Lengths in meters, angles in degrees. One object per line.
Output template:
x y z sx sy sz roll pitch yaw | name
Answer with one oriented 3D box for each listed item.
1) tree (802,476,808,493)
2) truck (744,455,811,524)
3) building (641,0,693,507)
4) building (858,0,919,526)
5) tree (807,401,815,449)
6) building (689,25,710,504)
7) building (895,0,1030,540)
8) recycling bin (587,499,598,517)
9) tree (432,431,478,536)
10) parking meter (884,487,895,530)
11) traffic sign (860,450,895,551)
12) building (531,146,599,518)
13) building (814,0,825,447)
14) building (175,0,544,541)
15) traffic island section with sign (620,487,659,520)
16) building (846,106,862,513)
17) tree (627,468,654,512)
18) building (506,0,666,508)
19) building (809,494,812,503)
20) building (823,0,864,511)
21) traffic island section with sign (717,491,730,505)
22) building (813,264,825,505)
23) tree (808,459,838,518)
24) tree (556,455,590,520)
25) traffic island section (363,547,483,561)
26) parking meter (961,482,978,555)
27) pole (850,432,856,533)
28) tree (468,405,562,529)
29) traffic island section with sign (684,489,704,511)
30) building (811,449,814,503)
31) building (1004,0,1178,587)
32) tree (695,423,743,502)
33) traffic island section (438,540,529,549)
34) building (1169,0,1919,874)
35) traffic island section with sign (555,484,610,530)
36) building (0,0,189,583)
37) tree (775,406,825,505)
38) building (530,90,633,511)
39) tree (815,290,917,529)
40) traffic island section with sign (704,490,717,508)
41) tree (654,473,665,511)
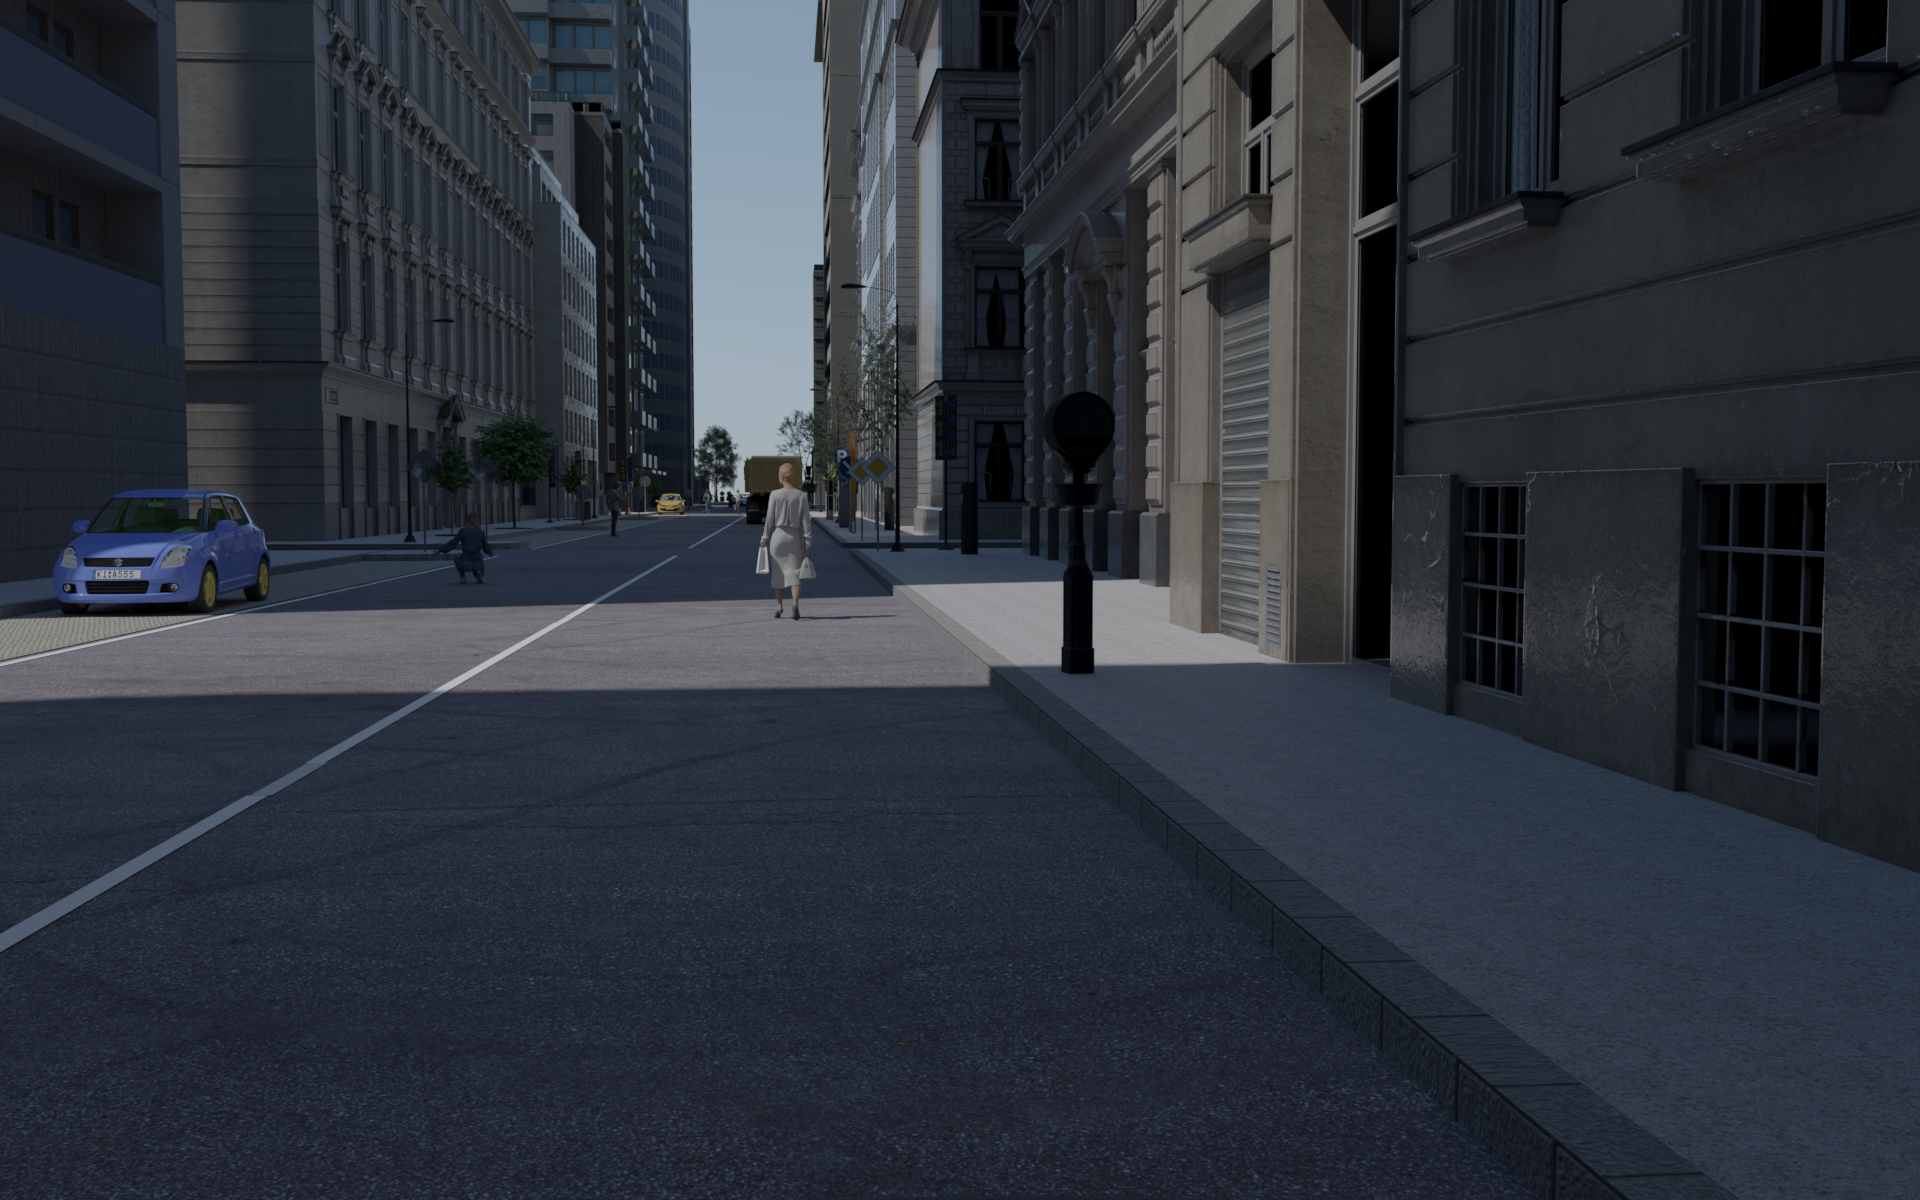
-14.086 -10.389 164.461 1.663 3.219 1.824 0 3 0 | tree
-9.150 -5.497 85.800 3.469 3.379 9.791 0 4 -4 | truck
-39.033 -38.916 178.280 21.231 58.520 28.212 0 4 -6 | building
1.333 -18.690 83.082 11.434 29.767 29.804 0 4 -6 | building
-9.098 -10.759 126.274 4.360 8.622 3.978 0 3 0 | tree
-48.030 -50.109 257.531 20.563 71.187 20.611 0 4 -6 | building
7.954 -11.561 53.648 19.286 19.102 10.561 0 4 -6 | building
-20.744 -5.170 97.081 0.722 1.027 0.722 -3 4 -38 | recycling bin
-15.391 -3.564 52.875 1.663 3.219 1.824 0 3 0 | tree
-2.492 -3.231 61.245 0.372 1.533 0.369 0 3 0 | parking meter
-1.861 -2.173 39.174 0.795 2.450 0.064 0 4 -6 | traffic sign
-26.818 -14.902 98.403 10.420 20.320 16.860 0 4 -6 | building
-0.746 -36.350 183.563 28.713 52.752 27.495 0 4 -6 | building
-27.240 -17.750 66.628 17.030 29.872 44.131 0 4 -6 | building
-17.679 -5.317 95.554 1.989 1.847 2.006 0 4 -6 | traffic island section with sign
0.077 -19.752 110.329 14.401 28.519 23.554 0 4 -6 | building
-23.459 -8.059 126.358 1.663 3.219 1.824 0 3 0 | tree
-38.114 -32.378 148.983 23.786 49.044 30.456 0 4 -6 | building
-7.807 -35.325 269.451 32.217 40.220 23.993 0 4 -6 | building
-0.365 -31.794 143.531 21.300 48.544 21.600 0 4 -6 | building
-31.071 -13.353 226.944 1.989 1.847 2.006 0 4 -6 | traffic island section with sign
-11.519 -27.347 218.825 14.160 30.474 14.107 0 4 -6 | building
-6.978 -6.138 94.964 1.663 3.219 1.824 0 3 0 | tree
-19.119 -5.586 85.937 1.663 3.219 1.824 0 3 0 | tree
-11.829 -0.976 38.245 2.009 0.180 2.903 0 4 -6 | traffic island section
0.203 -1.741 36.883 0.372 1.533 0.369 0 3 0 | parking meter
-3.507 -3.854 56.848 0.158 3.312 0.155 0 3 0 | pole
-16.413 -4.910 63.993 4.285 4.588 4.351 0 3 0 | tree
-22.798 -8.386 145.735 1.989 1.847 2.006 0 4 -6 | traffic island section with sign
-9.367 -56.735 240.293 22.319 86.520 31.000 0 4 -6 | building
7.027 -12.167 27.816 11.050 23.489 19.941 0 4 -6 | building
-39.293 -22.126 278.767 9.611 12.733 9.660 0 3 0 | tree
-12.639 -1.462 46.189 2.009 0.180 2.903 0 4 -6 | traffic island section
10.748 -10.388 3.128 16.112 22.955 30.059 0 4 -6 | building
-14.949 -3.676 68.737 1.989 1.847 2.006 0 4 -6 | traffic island section with sign
-28.052 -29.551 25.153 28.212 58.520 21.231 0 4 -6 | building
-18.212 -17.147 206.112 9.928 11.665 9.643 0 3 0 | tree
-31.981 -21.756 127.419 14.160 30.474 14.107 0 4 -6 | building
-3.062 -6.888 62.986 4.360 8.622 3.978 0 3 0 | tree
-25.523 -10.026 172.552 1.989 1.847 2.006 0 4 -6 | traffic island section with sign
-23.471 -8.383 131.657 1.663 3.219 1.824 0 3 0 | tree
